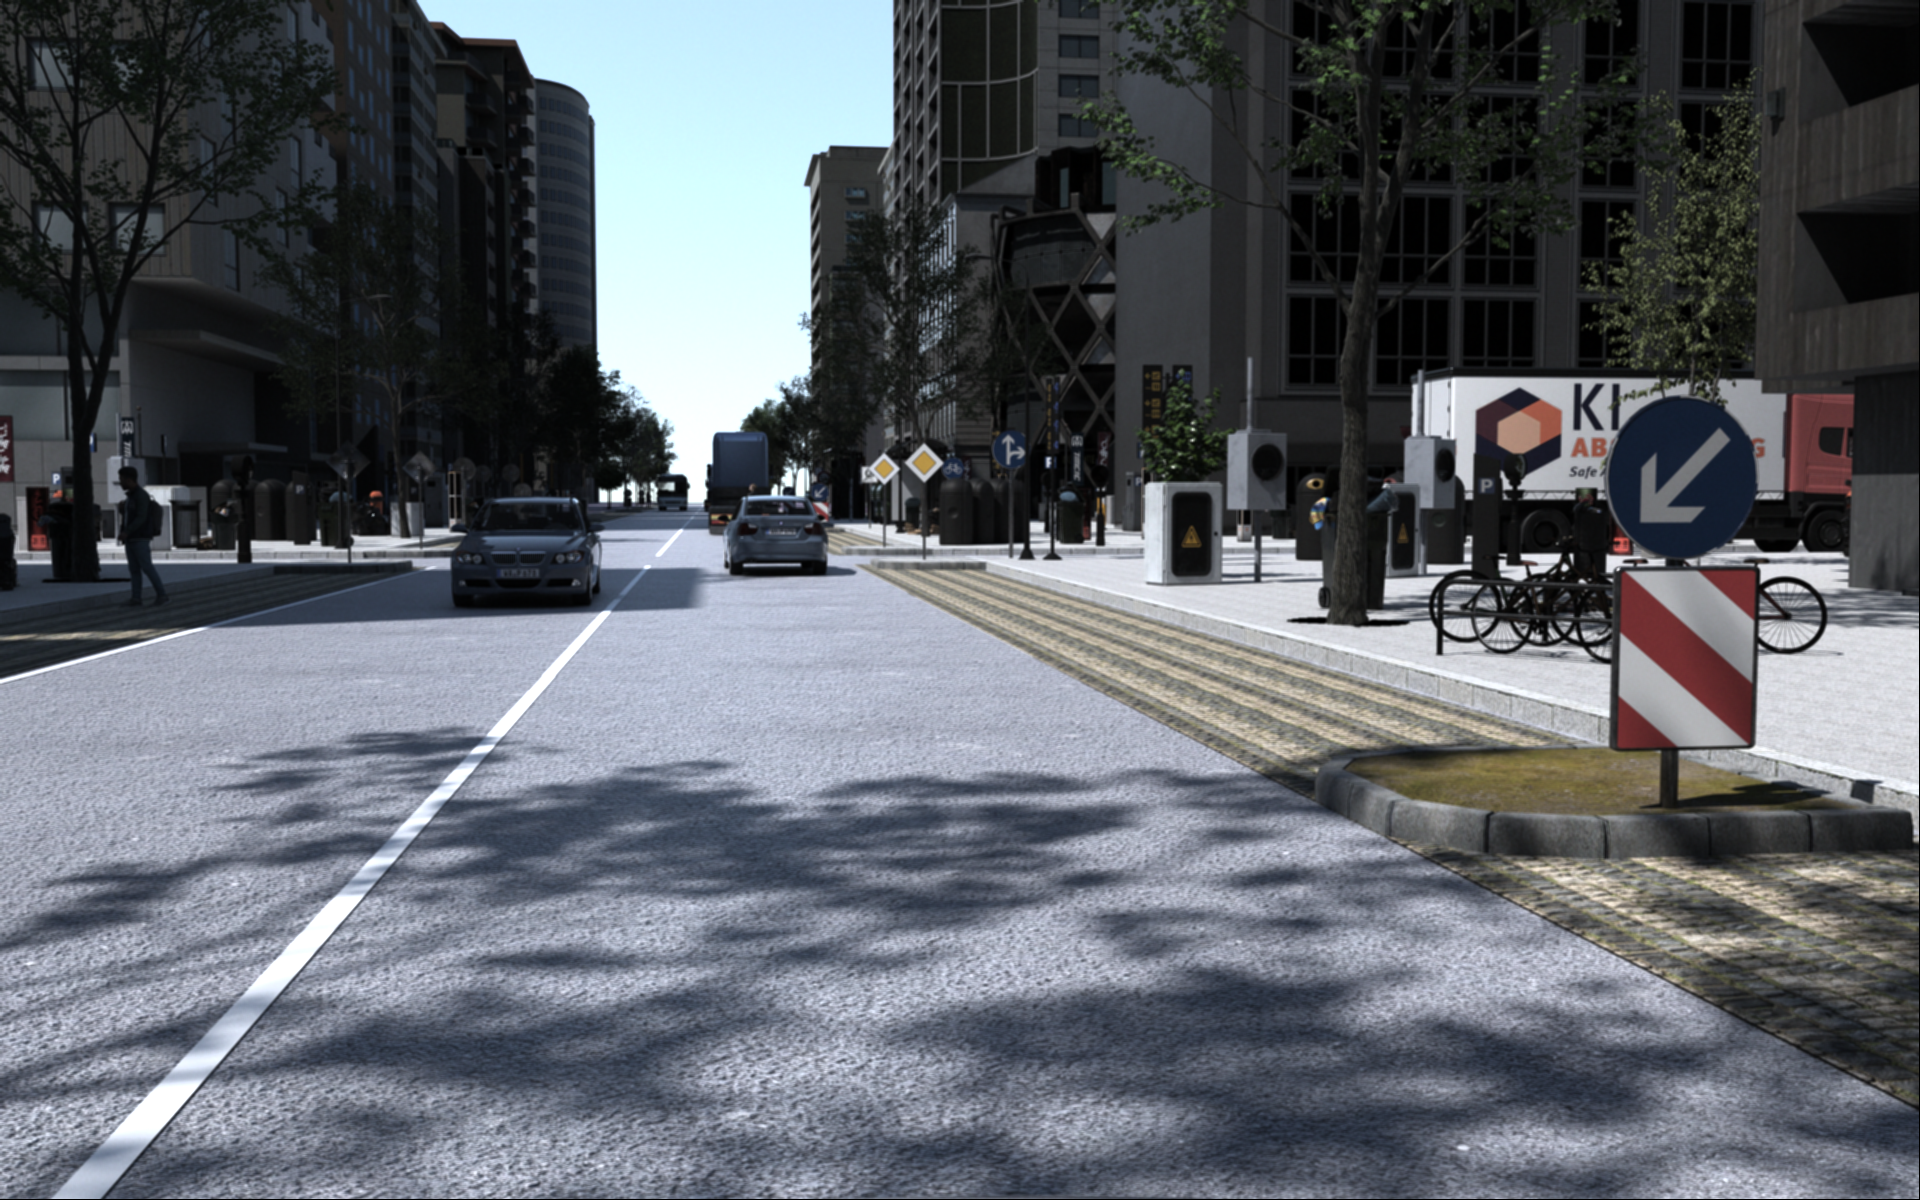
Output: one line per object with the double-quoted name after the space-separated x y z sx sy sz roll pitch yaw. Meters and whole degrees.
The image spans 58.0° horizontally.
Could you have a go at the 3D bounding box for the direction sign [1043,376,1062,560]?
1.808 -2.555 33.765 0.379 3.537 0.876 -1 4 -12 "direction sign"

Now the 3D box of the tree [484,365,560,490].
-23.512 -8.815 94.482 4.360 8.622 3.978 0 3 0 "tree"

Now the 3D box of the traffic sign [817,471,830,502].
-7.507 -5.845 95.669 0.768 2.556 0.104 0 4 0 "traffic sign"

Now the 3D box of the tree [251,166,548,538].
-16.476 -7.074 50.066 7.601 10.594 8.767 0 4 -7 "tree"

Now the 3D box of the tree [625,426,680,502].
-48.591 -21.610 270.330 9.611 12.733 9.660 0 3 0 "tree"

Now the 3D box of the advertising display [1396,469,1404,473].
11.717 -2.483 45.810 0.123 1.923 0.974 2 4 31 "advertising display"

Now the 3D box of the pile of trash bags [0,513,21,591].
-13.384 -0.780 22.508 1.912 1.369 3.447 -1 4 -22 "pile of trash bags"

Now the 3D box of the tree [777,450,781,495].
-8.155 -9.493 105.566 4.360 8.622 3.978 0 3 0 "tree"

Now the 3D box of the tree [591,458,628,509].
-30.663 -10.255 151.378 4.285 4.588 4.351 0 3 0 "tree"

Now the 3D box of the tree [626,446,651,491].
-41.485 -16.613 221.983 4.360 8.622 3.978 0 3 0 "tree"

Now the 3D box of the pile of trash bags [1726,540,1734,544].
18.524 -2.198 45.697 3.447 1.369 1.912 1 4 20 "pile of trash bags"

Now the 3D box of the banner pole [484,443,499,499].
-23.832 -5.993 88.001 0.863 3.779 0.401 -1 4 -9 "banner pole"

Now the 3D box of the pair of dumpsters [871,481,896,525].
-2.847 -4.326 73.226 1.574 2.255 4.437 -1 4 -8 "pair of dumpsters"

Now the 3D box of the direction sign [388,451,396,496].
-30.206 -6.124 92.124 0.379 3.537 0.876 0 4 5 "direction sign"

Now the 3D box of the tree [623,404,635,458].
-24.597 -10.604 107.788 7.601 10.594 8.767 -1 4 -14 "tree"

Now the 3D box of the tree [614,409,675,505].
-38.422 -17.300 208.614 9.928 11.665 9.643 0 3 0 "tree"

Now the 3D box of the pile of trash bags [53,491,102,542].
-23.855 -2.218 46.017 1.912 1.369 3.447 -2 4 -28 "pile of trash bags"

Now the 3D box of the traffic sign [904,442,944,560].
-0.700 -1.842 33.763 0.795 2.450 0.064 0 4 -8 "traffic sign"

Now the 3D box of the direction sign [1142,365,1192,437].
3.638 -2.352 30.456 0.876 3.537 0.379 0 4 -4 "direction sign"

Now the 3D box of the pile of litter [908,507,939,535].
-0.955 -2.522 55.198 1.176 0.858 1.719 -2 4 -35 "pile of litter"

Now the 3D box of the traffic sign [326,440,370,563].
-11.390 -1.751 32.270 0.795 2.450 0.064 0 4 -8 "traffic sign"

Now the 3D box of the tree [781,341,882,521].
-5.298 -7.989 80.987 4.360 8.622 3.978 0 3 0 "tree"

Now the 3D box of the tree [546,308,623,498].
-20.890 -8.932 80.453 8.767 10.594 7.601 -1 4 -20 "tree"

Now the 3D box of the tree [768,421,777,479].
-18.326 -13.670 173.874 4.360 8.622 3.978 0 3 0 "tree"

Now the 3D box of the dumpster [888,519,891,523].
-2.825 -4.570 77.219 1.502 2.255 1.985 0 4 -8 "dumpster"

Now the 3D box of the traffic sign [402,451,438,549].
-12.514 -2.234 40.175 0.795 2.450 0.064 0 4 -8 "traffic sign"

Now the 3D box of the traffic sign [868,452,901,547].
-1.824 -2.326 41.669 0.795 2.450 0.064 0 4 -8 "traffic sign"

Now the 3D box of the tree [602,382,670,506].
-36.475 -17.043 189.016 12.009 13.543 11.850 0 3 0 "tree"

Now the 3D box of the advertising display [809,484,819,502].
-9.232 -6.520 111.818 0.974 1.923 0.123 -1 4 -13 "advertising display"

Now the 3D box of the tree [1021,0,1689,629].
3.935 -5.558 16.630 9.928 11.665 9.643 0 3 0 "tree"

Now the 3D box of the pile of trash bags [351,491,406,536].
-18.229 -2.739 54.538 1.912 1.369 3.447 -2 4 -25 "pile of trash bags"

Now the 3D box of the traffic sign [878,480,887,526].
-2.964 -4.226 69.093 0.884 2.594 0.081 0 4 -1 "traffic sign"

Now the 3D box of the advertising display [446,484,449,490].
-32.891 -6.503 111.532 0.123 1.923 0.974 2 4 24 "advertising display"

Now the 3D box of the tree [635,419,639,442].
-26.067 -11.412 121.006 8.767 10.594 7.601 1 4 17 "tree"

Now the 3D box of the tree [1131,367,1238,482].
3.354 -1.957 26.601 1.663 3.219 1.824 0 3 0 "tree"

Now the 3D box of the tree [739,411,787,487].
-29.738 -21.462 257.551 9.857 13.997 8.962 0 3 0 "tree"

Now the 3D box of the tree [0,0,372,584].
-12.628 -6.072 25.026 9.928 11.665 9.643 0 3 0 "tree"

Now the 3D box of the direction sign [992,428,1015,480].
1.480 -4.111 59.208 0.876 3.537 0.379 2 4 27 "direction sign"

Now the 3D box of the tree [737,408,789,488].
-26.679 -19.008 228.902 7.486 12.596 7.792 0 3 0 "tree"

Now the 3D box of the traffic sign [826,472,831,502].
-7.748 -6.149 100.634 0.768 2.556 0.104 0 4 -6 "traffic sign"

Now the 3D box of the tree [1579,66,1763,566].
13.132 -4.917 30.760 4.737 8.622 4.395 0 3 0 "tree"

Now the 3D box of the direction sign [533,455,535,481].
-25.033 -6.698 101.506 0.379 3.537 0.876 -2 4 -29 "direction sign"

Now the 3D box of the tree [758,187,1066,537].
-0.978 -7.195 52.055 8.767 10.594 7.601 0 4 5 "tree"

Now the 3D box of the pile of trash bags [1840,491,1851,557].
18.979 -1.570 35.417 1.912 1.369 3.447 0 4 3 "pile of trash bags"

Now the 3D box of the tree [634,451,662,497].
-42.892 -17.448 235.641 4.737 8.622 4.395 0 3 0 "tree"

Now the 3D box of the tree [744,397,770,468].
-19.062 -15.646 181.561 9.928 11.665 9.643 0 3 0 "tree"

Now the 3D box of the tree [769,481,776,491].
-30.556 -17.329 267.034 4.285 4.588 4.351 0 3 0 "tree"

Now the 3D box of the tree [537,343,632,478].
-28.395 -12.963 130.066 7.486 12.596 7.792 0 3 0 "tree"
